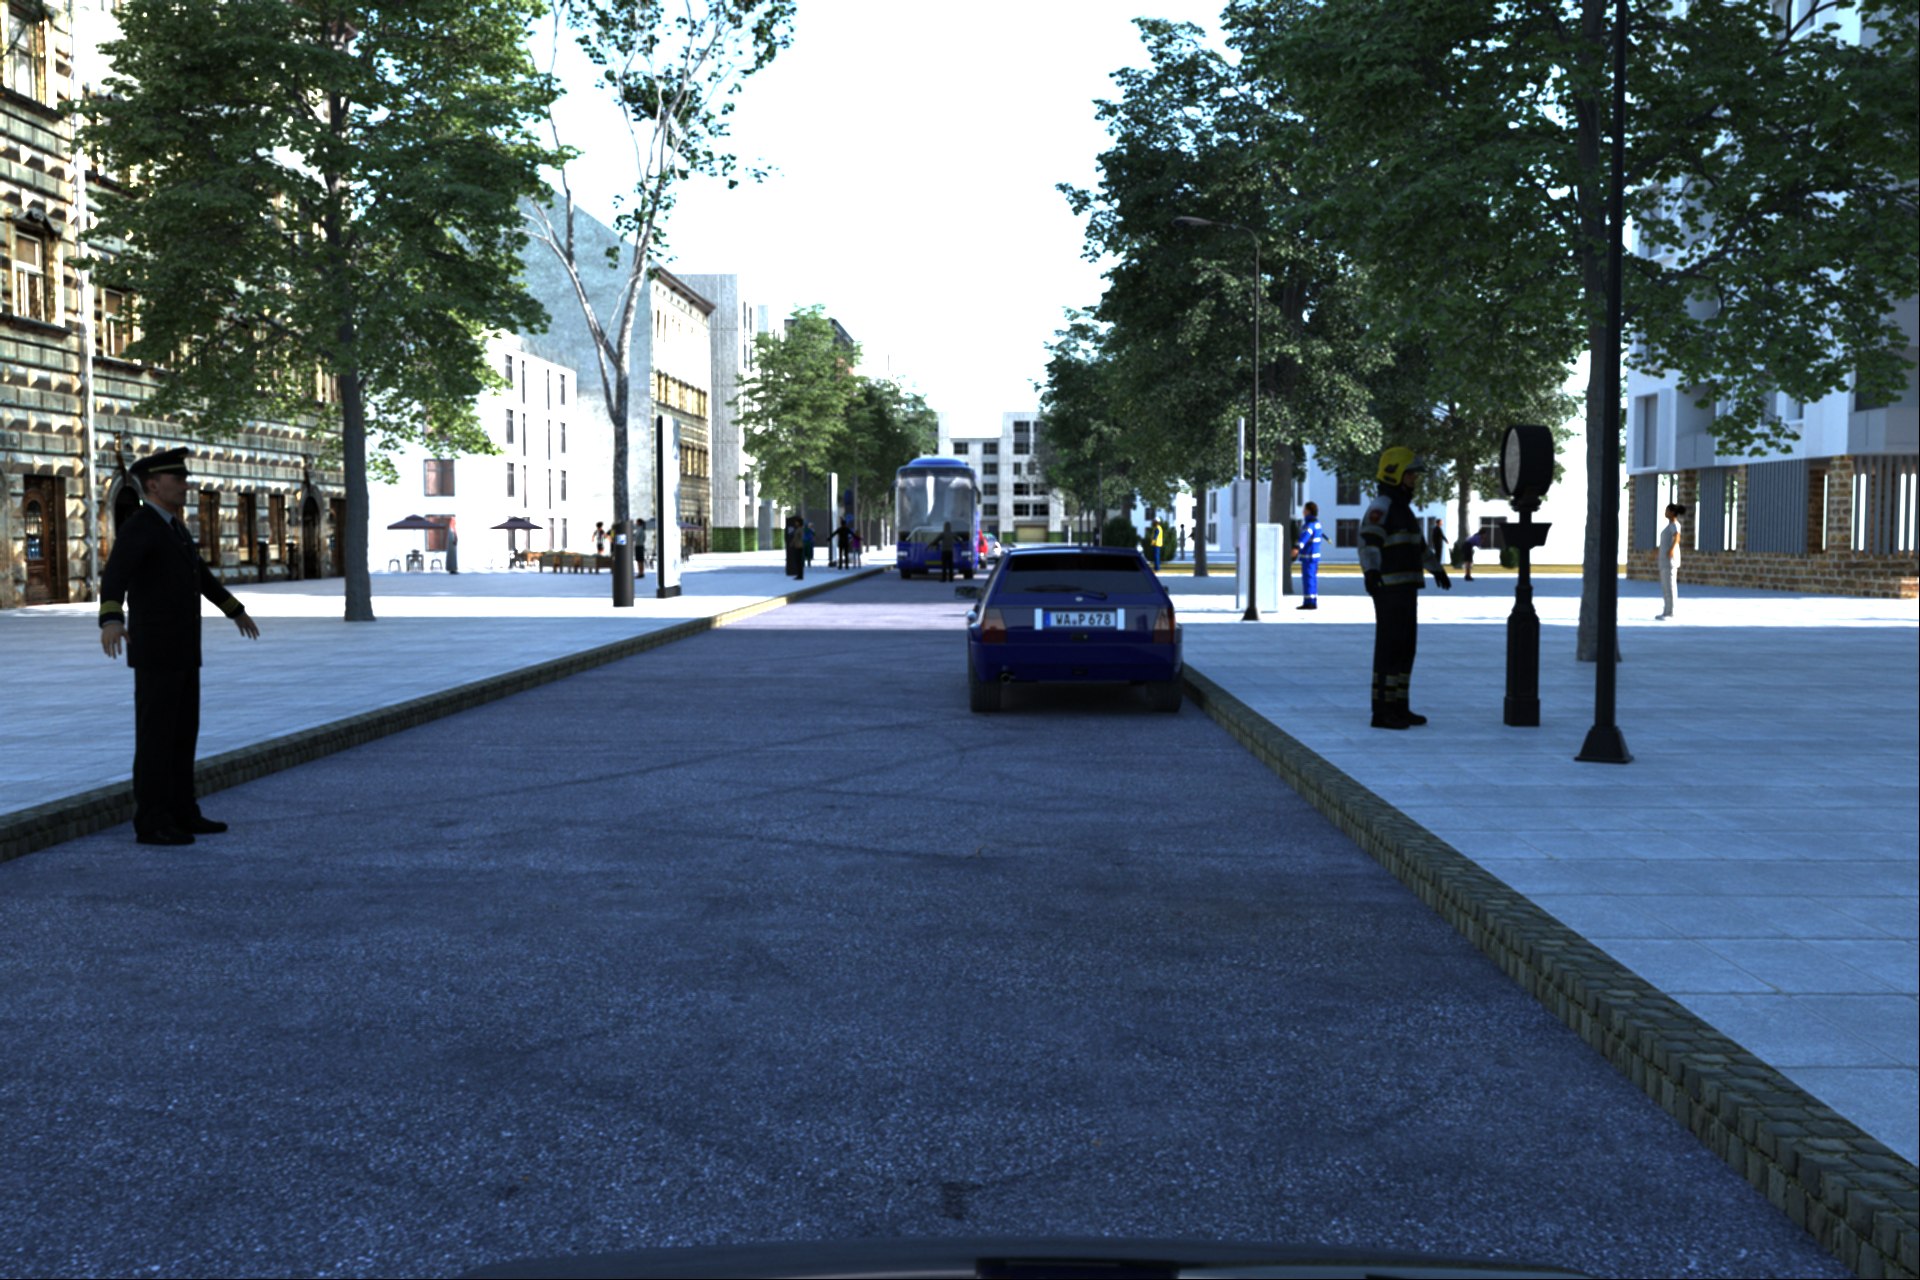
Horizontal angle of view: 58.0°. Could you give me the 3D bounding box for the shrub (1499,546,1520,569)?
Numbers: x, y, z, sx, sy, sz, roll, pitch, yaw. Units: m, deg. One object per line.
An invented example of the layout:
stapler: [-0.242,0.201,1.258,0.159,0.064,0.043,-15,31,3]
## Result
shrub: [20.124,-3.187,63.218,1.383,1.207,1.383,0,3,0]

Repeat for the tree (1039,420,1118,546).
tree: [9.561,-11.722,126.069,8.767,10.594,7.601,2,4,24]

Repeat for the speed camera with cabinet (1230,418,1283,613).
speed camera with cabinet: [4.944,-2.111,28.857,0.660,3.252,2.038,0,4,2]

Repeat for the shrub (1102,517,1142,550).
shrub: [7.036,-4.352,75.193,1.661,2.075,1.752,0,3,0]

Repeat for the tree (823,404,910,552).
tree: [-6.151,-11.414,121.032,7.601,10.594,8.767,-1,4,-8]

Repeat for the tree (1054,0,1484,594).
tree: [6.872,-7.975,37.039,9.857,13.997,8.962,0,3,0]

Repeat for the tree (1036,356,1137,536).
tree: [8.294,-10.717,100.979,9.928,11.665,9.643,0,3,0]

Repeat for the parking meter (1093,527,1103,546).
parking meter: [5.015,-3.336,62.958,0.372,1.533,0.369,0,3,0]

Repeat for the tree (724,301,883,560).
tree: [-7.558,-10.167,84.363,7.486,12.596,7.792,0,3,0]

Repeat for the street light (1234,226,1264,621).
street light: [4.887,-3.241,25.525,1.470,5.913,1.316,0,4,1]

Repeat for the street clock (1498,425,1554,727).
street clock: [3.770,-0.428,11.571,0.358,2.002,0.471,0,4,2]

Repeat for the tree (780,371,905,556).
tree: [-6.763,-10.120,99.876,8.767,10.594,7.601,1,4,17]

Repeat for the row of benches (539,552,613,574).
row of benches: [-12.716,-2.548,57.115,1.422,0.672,4.104,-3,5,-40]

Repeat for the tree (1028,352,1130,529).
tree: [9.106,-12.452,113.957,12.009,13.543,11.850,0,3,0]

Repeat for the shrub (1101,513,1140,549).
shrub: [6.040,-3.827,66.618,1.661,2.075,1.752,0,3,0]

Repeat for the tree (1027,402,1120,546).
tree: [9.721,-13.925,138.041,12.009,13.543,11.850,0,3,0]

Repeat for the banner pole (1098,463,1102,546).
banner pole: [4.932,-4.332,60.842,0.401,3.779,0.863,0,4,1]

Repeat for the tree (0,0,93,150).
tree: [-8.877,-3.766,11.939,4.360,8.622,3.978,0,3,0]

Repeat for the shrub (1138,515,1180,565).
shrub: [8.365,-4.203,72.757,1.661,2.075,1.752,0,3,0]

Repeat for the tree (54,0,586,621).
tree: [-9.045,-6.527,24.851,7.486,12.596,7.792,0,3,0]

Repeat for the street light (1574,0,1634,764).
street light: [4.199,-2.269,9.636,1.470,5.913,1.316,0,4,1]

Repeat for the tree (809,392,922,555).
tree: [-6.070,-10.654,108.608,8.767,10.594,7.601,1,4,17]

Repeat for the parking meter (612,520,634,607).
parking meter: [-5.914,-1.345,30.408,0.372,1.533,0.369,0,3,0]

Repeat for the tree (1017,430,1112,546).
tree: [10.429,-15.377,161.789,12.009,13.543,11.850,0,3,0]

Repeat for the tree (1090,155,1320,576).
tree: [7.511,-8.184,51.943,7.486,12.596,7.792,0,3,0]

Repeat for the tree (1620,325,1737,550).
tree: [29.851,-9.337,70.780,7.486,12.596,7.792,0,3,0]

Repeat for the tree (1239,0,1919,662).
tree: [6.158,-6.077,17.481,7.486,12.596,7.792,0,3,0]

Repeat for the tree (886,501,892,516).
tree: [-5.665,-12.681,157.693,4.737,8.622,4.395,0,3,0]

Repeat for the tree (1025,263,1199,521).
tree: [7.962,-10.817,83.512,9.857,13.997,8.962,0,3,0]

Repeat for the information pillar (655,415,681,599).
information pillar: [-5.893,-2.672,34.999,0.184,3.620,1.656,0,4,2]

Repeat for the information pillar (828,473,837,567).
information pillar: [-4.948,-4.646,67.278,0.184,3.620,1.656,0,4,2]

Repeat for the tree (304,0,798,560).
tree: [-9.486,-11.484,43.651,12.611,20.169,13.585,0,3,0]

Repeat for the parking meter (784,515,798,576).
parking meter: [-5.206,-2.919,53.445,0.399,1.863,0.255,0,4,2]

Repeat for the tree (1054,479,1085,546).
tree: [9.492,-12.442,153.796,4.360,8.622,3.978,0,3,0]

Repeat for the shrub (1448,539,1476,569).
shrub: [18.372,-3.196,63.373,1.383,1.207,1.383,0,3,0]

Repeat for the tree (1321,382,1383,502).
tree: [17.580,-7.540,73.639,4.737,8.622,4.395,0,3,0]

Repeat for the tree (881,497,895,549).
tree: [-6.325,-11.976,146.171,4.360,8.622,3.978,0,3,0]

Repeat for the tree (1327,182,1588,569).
tree: [18.307,-9.558,62.936,9.857,13.997,8.962,0,3,0]

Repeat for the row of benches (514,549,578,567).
row of benches: [-16.790,-3.347,70.184,1.422,0.672,4.104,1,4,18]

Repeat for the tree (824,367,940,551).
tree: [-6.180,-13.811,132.458,9.857,13.997,8.962,0,3,0]
